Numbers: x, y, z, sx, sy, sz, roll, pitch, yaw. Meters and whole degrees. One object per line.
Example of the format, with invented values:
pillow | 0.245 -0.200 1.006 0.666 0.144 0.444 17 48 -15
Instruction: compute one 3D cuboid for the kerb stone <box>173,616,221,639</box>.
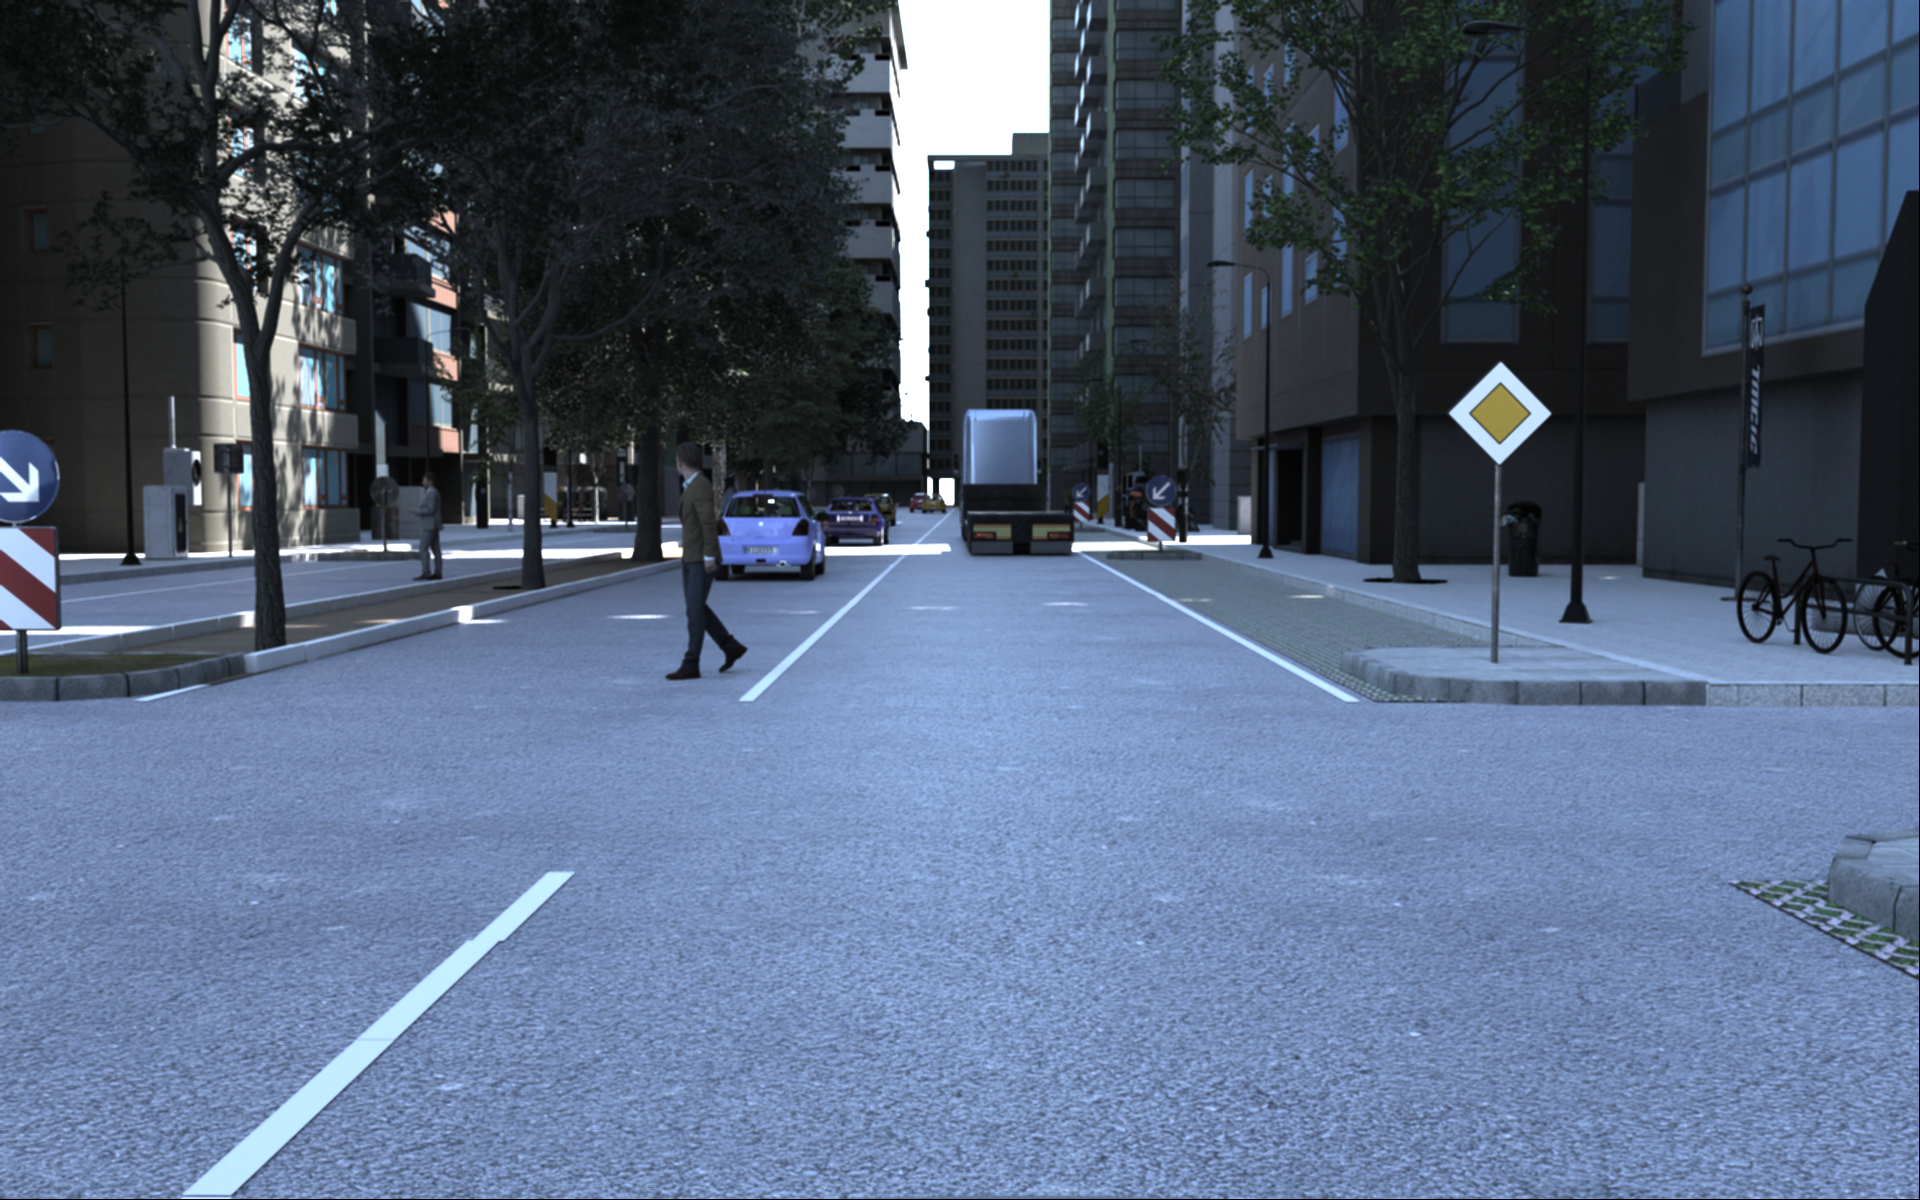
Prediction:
kerb stone | -7.735 0.293 17.412 0.120 0.150 1.000 0 4 0

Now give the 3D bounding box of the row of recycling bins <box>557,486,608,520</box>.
row of recycling bins | -18.820 -4.829 86.060 3.534 1.692 1.069 3 4 37

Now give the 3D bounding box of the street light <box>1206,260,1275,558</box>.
street light | 5.591 -3.794 34.566 1.470 5.913 1.316 0 4 0

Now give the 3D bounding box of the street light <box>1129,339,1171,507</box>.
street light | 5.749 -4.857 51.960 1.470 5.913 1.316 0 4 0

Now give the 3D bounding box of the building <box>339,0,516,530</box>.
building | -30.611 -25.258 67.588 22.147 44.769 28.867 0 4 0

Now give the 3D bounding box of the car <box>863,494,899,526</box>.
car | -3.794 -4.224 79.290 2.015 1.641 3.980 0 4 -1

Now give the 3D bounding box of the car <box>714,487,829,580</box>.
car | -3.264 -1.251 30.047 1.945 1.707 3.694 0 4 -1

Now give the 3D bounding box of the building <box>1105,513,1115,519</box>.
building | 15.057 -25.232 96.143 14.154 41.232 14.086 0 4 0

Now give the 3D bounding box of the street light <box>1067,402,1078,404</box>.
street light | 6.032 -7.005 87.078 1.470 5.913 1.316 0 4 0

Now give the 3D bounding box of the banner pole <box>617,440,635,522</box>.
banner pole | -15.500 -5.520 80.267 0.863 3.779 0.401 0 4 -3

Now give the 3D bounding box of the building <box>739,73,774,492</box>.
building | -28.380 -27.871 147.573 23.993 40.220 32.217 0 4 0

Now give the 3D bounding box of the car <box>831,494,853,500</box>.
car | -9.253 -7.857 138.253 2.009 1.686 4.222 0 3 0

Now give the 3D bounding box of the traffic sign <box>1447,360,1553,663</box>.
traffic sign | 4.063 -0.579 13.112 0.795 2.450 0.064 0 4 0

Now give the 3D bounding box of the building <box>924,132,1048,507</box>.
building | 8.249 -30.375 188.508 23.993 40.220 32.217 0 4 0

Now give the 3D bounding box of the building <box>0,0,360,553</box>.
building | -30.004 -11.403 31.479 27.650 21.520 28.899 0 4 0

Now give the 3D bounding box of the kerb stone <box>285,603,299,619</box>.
kerb stone | -7.716 0.169 19.466 0.120 0.150 1.000 0 4 0

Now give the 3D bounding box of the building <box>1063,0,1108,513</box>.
building | 19.423 -30.496 118.212 23.786 49.044 30.456 0 4 0

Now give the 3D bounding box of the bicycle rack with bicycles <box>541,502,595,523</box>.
bicycle rack with bicycles | -17.562 -3.949 77.953 2.852 0.926 2.925 2 4 35

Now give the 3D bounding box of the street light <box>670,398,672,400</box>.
street light | -14.159 -6.787 83.503 1.470 5.913 1.316 0 4 0

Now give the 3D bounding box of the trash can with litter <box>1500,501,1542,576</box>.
trash can with litter | 8.827 -0.968 27.221 0.624 1.170 1.055 1 4 21

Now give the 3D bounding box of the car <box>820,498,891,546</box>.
car | -2.934 -2.213 48.767 1.945 1.354 3.894 0 4 1

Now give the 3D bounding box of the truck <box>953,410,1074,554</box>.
truck | 1.332 -3.646 49.369 2.967 4.110 18.799 0 4 -1

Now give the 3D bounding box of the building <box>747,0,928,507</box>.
building | -17.513 -36.453 185.251 27.495 52.752 28.713 0 4 0

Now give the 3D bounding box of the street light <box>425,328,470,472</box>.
street light | -14.383 -4.648 48.528 1.470 5.913 1.316 0 4 0

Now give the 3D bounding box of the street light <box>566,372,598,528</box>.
street light | -14.363 -5.723 66.109 1.470 5.913 1.316 0 4 0

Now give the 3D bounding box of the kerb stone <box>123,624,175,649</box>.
kerb stone | -7.738 0.359 16.376 0.120 0.150 1.000 0 4 0

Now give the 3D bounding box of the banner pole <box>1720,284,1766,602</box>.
banner pole | 9.348 -1.865 20.516 0.401 3.779 0.863 0 4 6

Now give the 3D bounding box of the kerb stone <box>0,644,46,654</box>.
kerb stone | -7.752 0.482 14.322 0.120 0.150 1.000 0 4 0

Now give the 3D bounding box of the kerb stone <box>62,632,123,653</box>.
kerb stone | -7.751 0.419 15.350 0.120 0.150 1.000 0 4 0

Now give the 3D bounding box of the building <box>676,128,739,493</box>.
building | -22.068 -20.686 109.916 14.160 30.474 14.107 0 4 0

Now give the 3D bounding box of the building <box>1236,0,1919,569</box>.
building | 14.038 -23.648 36.755 14.600 45.320 14.200 0 4 0

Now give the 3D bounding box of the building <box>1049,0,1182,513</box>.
building | 14.090 -27.958 140.713 14.154 41.232 14.086 0 4 0

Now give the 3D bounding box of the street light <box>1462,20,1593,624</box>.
street light | 5.625 -2.730 17.170 1.470 5.913 1.316 0 4 0

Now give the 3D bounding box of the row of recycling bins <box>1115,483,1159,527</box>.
row of recycling bins | 6.798 -3.619 66.288 1.069 1.692 3.534 -1 4 -11

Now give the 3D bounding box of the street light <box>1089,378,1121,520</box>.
street light | 5.855 -5.921 69.355 1.470 5.913 1.316 0 4 0

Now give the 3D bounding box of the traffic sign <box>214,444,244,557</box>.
traffic sign | -14.809 -2.017 35.100 0.606 2.300 0.079 0 4 2

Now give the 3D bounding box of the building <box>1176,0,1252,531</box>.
building | 20.039 -32.482 73.082 21.231 58.520 28.212 0 4 0

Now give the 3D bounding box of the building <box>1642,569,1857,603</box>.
building | 17.172 -22.512 18.182 14.200 45.320 14.600 0 4 0

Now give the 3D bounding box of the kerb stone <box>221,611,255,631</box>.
kerb stone | -7.722 0.230 18.441 0.120 0.150 1.000 0 4 0

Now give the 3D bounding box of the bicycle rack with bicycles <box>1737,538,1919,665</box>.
bicycle rack with bicycles | 7.881 -0.020 13.704 2.852 0.926 2.925 0 4 2

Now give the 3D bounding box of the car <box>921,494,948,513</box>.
car | -1.935 -7.337 130.184 2.015 1.641 3.980 0 4 2

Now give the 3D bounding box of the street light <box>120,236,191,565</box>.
street light | -14.450 -3.584 31.133 1.470 5.913 1.316 0 4 0

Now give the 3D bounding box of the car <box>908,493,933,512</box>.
car | -3.018 -7.786 136.348 2.155 1.783 4.494 0 4 0

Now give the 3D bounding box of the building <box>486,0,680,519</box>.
building | -23.810 -25.194 95.516 14.154 41.232 14.086 0 4 0
